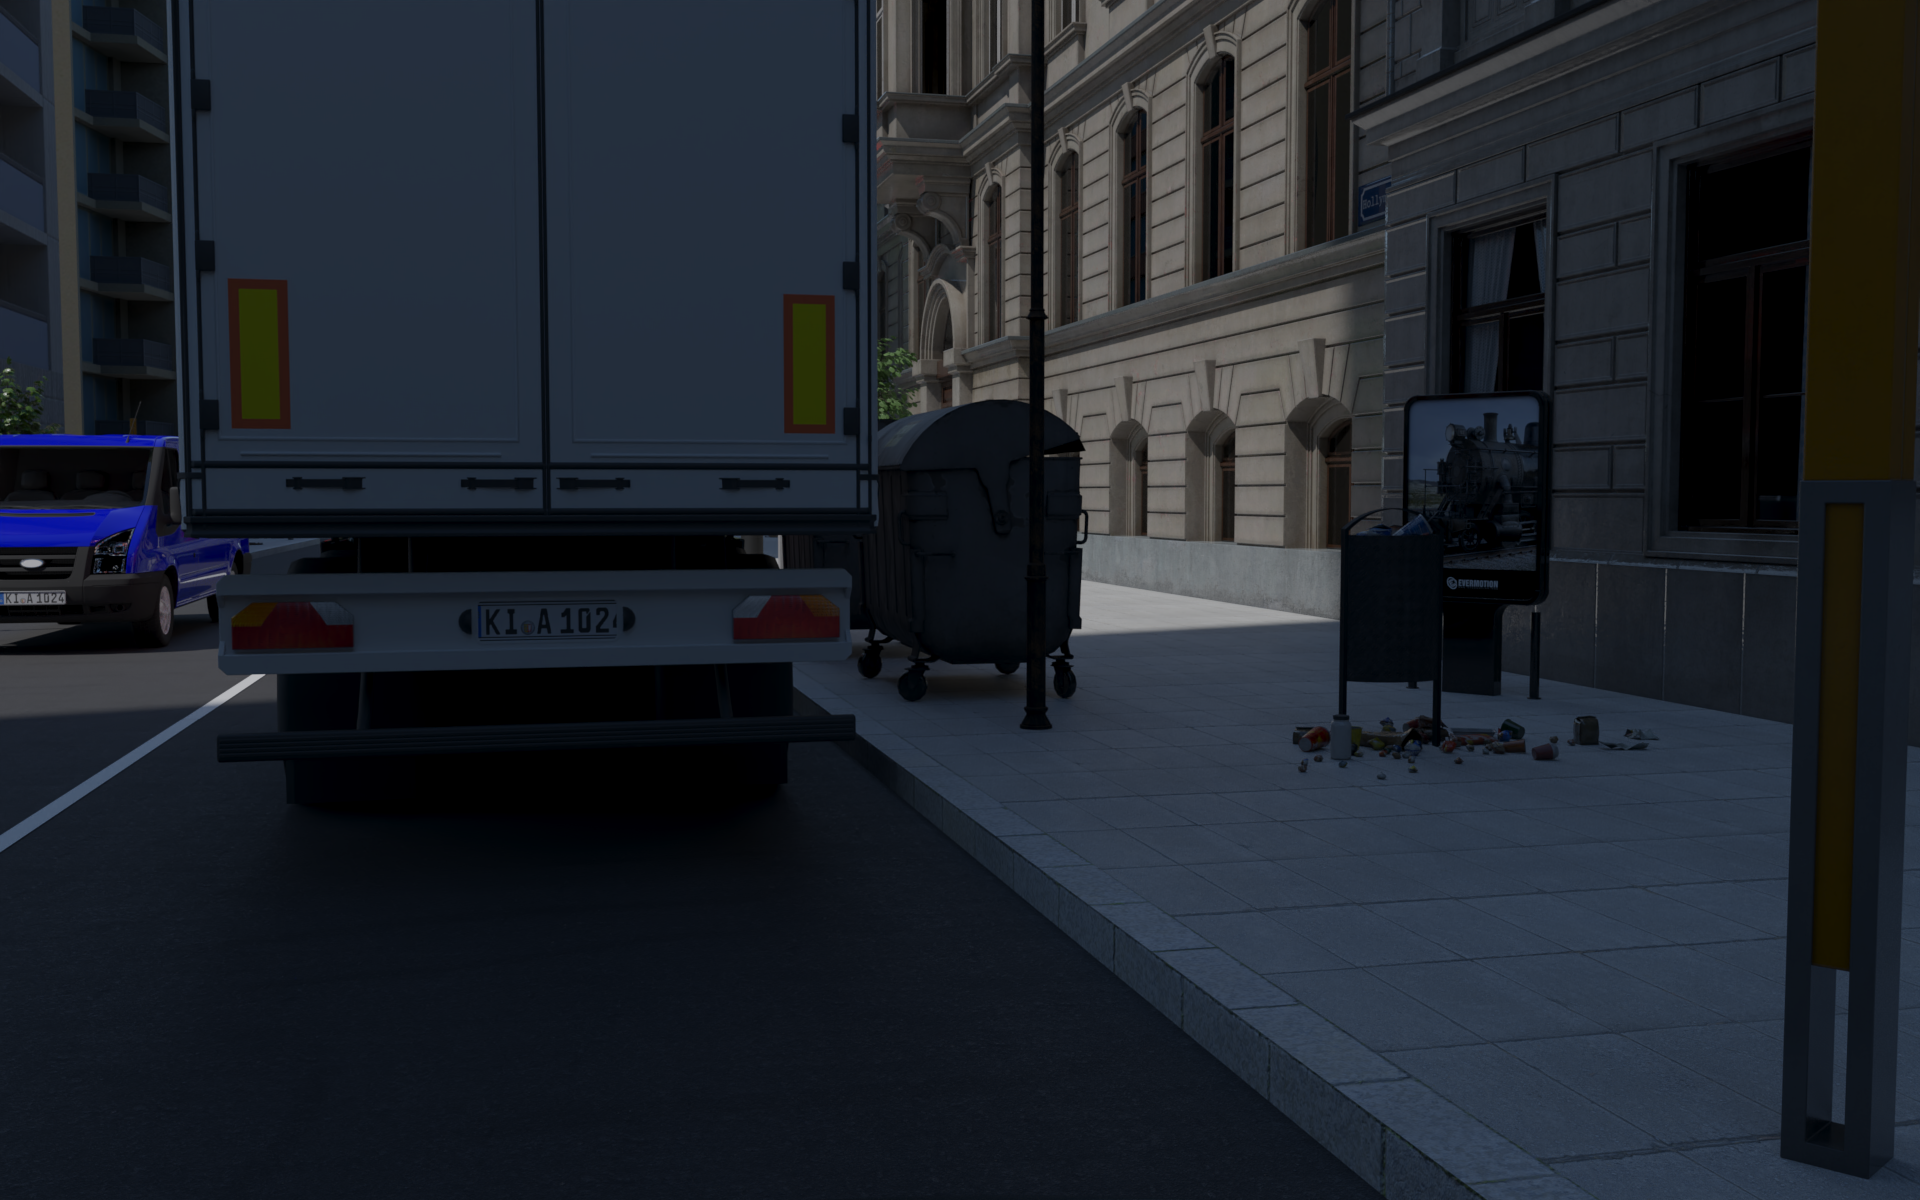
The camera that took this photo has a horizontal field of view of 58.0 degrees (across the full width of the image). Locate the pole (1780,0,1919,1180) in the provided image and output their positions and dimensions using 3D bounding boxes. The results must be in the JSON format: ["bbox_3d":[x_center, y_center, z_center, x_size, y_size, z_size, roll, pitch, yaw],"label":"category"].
[{"bbox_3d":[1.695,-0.575,3.246,0.158,3.312,0.155,0,3,0],"label":"pole"}]

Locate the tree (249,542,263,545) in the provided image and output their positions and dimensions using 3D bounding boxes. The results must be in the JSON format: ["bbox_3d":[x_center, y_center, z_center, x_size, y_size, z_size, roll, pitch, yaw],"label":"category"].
[{"bbox_3d":[-18.015,-2.995,43.564,1.663,3.219,1.824,0,3,0],"label":"tree"}]

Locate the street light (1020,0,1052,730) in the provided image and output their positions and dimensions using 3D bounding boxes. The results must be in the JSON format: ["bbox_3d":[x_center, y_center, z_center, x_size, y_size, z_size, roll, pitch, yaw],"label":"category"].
[{"bbox_3d":[0.417,-2.234,9.320,0.468,5.910,1.993,-1,4,-14],"label":"street light"}]

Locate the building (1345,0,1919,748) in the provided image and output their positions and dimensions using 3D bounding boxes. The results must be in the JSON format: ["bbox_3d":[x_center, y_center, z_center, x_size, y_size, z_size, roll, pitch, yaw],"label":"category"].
[{"bbox_3d":[10.121,-8.674,6.451,10.561,19.102,19.286,-1,4,-14],"label":"building"}]

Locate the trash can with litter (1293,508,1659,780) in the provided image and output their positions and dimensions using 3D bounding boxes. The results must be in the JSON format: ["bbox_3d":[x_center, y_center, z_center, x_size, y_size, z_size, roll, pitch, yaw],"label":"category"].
[{"bbox_3d":[2.575,0.145,8.680,2.233,1.210,1.678,-1,4,-9],"label":"trash can with litter"}]

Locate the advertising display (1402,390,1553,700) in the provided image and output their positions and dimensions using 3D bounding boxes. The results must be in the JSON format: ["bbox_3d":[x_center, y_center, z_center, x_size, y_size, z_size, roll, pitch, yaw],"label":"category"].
[{"bbox_3d":[3.290,-0.359,11.089,0.974,1.923,0.123,3,5,44],"label":"advertising display"}]

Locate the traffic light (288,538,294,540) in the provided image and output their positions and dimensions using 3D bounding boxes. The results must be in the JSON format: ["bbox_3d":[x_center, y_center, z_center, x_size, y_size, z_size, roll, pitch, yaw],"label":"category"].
[{"bbox_3d":[-18.724,-3.637,48.385,0.839,4.253,0.868,-1,4,-14],"label":"traffic light"}]

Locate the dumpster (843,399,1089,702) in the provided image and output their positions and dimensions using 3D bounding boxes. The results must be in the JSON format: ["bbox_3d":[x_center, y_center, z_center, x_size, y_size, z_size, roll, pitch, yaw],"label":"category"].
[{"bbox_3d":[0.037,-0.348,11.447,1.264,1.857,1.865,-1,4,-14],"label":"dumpster"}]

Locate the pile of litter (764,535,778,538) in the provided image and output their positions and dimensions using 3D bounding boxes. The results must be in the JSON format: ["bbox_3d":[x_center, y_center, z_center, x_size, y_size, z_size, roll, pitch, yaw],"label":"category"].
[{"bbox_3d":[-4.899,-2.287,51.357,1.719,0.858,1.176,1,4,9],"label":"pile of litter"}]

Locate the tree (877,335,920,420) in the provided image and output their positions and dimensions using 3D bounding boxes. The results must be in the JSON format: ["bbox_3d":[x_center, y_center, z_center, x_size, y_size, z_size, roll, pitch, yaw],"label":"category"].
[{"bbox_3d":[-2.328,-2.546,25.341,4.285,4.588,4.351,0,3,0],"label":"tree"}]

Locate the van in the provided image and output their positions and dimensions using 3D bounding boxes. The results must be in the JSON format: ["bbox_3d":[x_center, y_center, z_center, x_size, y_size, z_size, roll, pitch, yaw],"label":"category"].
[{"bbox_3d":[-8.733,-0.816,17.719,2.240,2.365,5.245,-1,4,-13],"label":"van"}]

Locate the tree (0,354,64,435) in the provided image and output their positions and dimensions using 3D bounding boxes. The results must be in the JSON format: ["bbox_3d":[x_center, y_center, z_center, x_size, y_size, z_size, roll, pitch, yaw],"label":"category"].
[{"bbox_3d":[-13.089,-1.806,24.134,1.663,3.219,1.824,0,3,0],"label":"tree"}]

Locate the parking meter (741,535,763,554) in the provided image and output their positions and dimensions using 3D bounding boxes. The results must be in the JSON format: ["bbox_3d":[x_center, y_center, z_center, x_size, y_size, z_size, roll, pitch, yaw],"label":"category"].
[{"bbox_3d":[-3.427,-1.231,28.532,0.372,1.533,0.369,0,3,0],"label":"parking meter"}]

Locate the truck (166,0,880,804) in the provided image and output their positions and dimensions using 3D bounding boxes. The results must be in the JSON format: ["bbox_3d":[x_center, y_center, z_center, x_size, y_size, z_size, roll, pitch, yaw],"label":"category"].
[{"bbox_3d":[-2.832,-1.382,11.517,2.839,4.237,11.283,-1,4,-14],"label":"truck"}]

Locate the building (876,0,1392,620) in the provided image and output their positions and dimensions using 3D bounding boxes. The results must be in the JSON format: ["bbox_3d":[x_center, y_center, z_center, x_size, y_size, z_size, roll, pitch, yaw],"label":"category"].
[{"bbox_3d":[5.184,-13.084,33.000,14.460,24.649,34.723,-1,4,-14],"label":"building"}]

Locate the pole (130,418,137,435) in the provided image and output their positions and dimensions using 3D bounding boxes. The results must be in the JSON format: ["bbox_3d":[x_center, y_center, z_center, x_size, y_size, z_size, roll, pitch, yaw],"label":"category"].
[{"bbox_3d":[-22.281,-3.236,46.757,0.158,3.312,0.155,0,3,0],"label":"pole"}]

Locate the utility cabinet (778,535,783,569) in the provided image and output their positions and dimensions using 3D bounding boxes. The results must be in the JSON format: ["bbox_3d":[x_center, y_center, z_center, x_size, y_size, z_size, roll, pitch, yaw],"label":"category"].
[{"bbox_3d":[-1.353,-0.410,17.861,1.020,1.237,0.306,-1,4,-10],"label":"utility cabinet"}]

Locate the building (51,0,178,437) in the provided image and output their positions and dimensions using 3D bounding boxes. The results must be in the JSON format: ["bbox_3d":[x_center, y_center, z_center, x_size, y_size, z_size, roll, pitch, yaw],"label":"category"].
[{"bbox_3d":[-40.670,-25.420,70.249,22.147,44.769,28.867,-1,4,-14],"label":"building"}]

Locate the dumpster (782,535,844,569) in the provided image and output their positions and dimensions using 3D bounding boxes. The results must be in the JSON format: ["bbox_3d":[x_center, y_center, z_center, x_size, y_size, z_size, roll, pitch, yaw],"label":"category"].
[{"bbox_3d":[-0.782,-0.515,14.179,1.264,1.857,1.865,-1,4,-14],"label":"dumpster"}]

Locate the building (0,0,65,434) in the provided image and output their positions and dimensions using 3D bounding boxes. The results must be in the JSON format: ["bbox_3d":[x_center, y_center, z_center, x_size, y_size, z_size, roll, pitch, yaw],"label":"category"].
[{"bbox_3d":[-32.887,-29.853,30.093,28.212,58.520,21.231,-1,4,-14],"label":"building"}]
